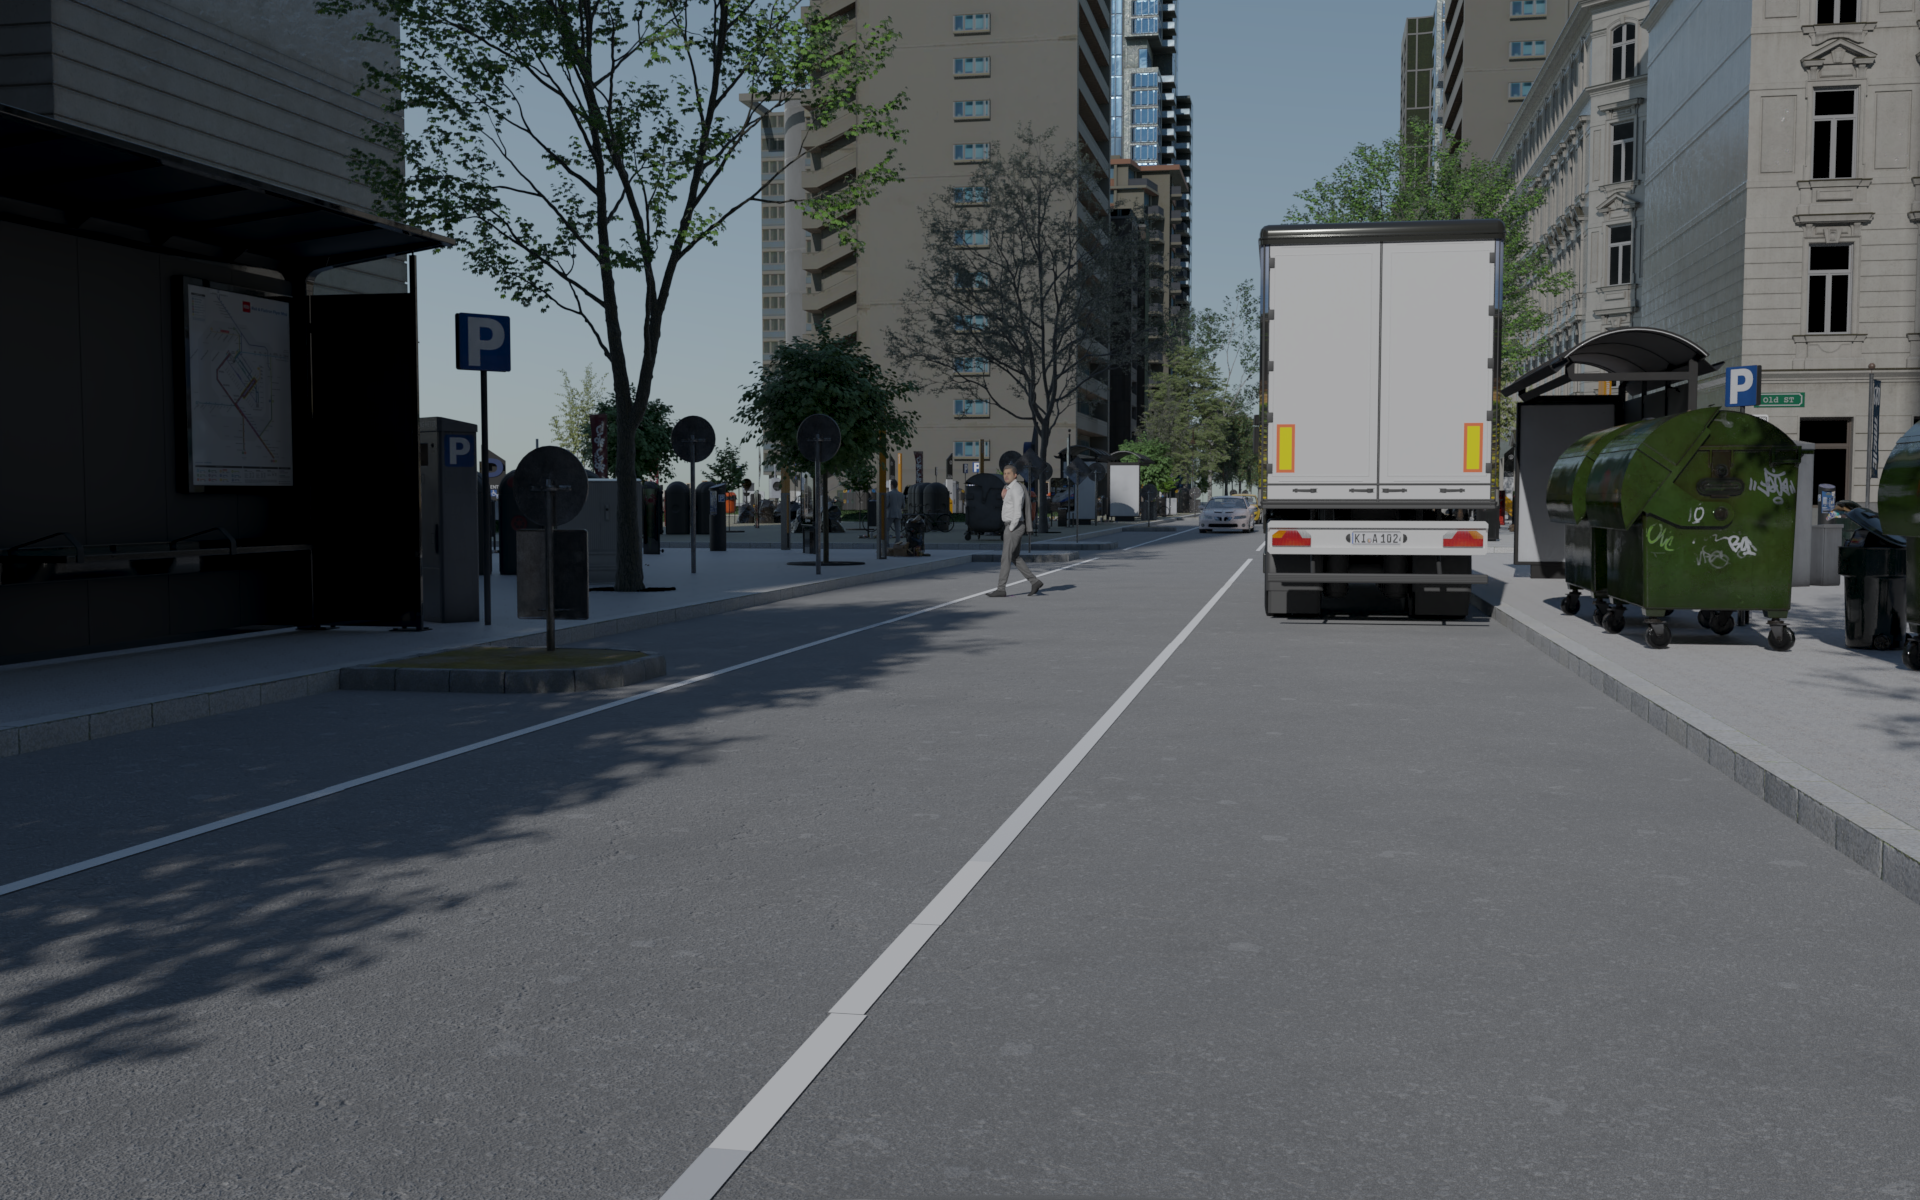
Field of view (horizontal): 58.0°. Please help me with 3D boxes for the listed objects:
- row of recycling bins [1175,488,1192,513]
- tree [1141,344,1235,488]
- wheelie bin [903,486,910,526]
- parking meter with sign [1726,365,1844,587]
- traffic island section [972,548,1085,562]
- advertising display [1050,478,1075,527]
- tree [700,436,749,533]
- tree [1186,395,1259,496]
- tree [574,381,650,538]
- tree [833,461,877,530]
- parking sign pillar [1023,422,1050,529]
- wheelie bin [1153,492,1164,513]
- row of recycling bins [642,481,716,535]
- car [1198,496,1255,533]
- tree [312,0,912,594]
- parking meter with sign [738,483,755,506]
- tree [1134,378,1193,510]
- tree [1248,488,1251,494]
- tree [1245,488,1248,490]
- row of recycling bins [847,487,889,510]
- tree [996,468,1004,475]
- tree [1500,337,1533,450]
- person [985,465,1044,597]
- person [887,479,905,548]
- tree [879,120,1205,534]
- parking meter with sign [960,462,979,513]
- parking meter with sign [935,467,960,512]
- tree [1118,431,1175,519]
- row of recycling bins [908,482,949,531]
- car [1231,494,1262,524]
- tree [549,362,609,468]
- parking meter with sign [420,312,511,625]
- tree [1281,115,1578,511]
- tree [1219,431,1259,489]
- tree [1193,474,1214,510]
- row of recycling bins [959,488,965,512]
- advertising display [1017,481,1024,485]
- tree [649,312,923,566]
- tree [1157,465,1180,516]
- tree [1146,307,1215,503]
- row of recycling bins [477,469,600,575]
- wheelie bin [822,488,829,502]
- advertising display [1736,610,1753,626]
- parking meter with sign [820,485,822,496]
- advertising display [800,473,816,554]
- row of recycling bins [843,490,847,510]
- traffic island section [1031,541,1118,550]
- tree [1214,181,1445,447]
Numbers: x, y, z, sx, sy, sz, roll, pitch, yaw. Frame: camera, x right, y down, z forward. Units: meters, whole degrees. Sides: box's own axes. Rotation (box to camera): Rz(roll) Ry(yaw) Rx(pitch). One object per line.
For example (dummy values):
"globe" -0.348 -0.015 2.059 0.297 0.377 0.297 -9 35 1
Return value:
"row of recycling bins" 15.303 -6.805 118.378 1.069 1.692 3.534 0 4 2
"tree" 17.334 -13.045 131.418 7.486 12.596 7.792 0 3 0
"wheelie bin" -1.867 -3.717 68.686 0.980 1.594 0.693 -2 4 -34
"parking meter with sign" 11.430 -1.694 23.957 1.738 3.016 0.543 -1 4 -22
"traffic island section" 1.494 -0.949 37.801 2.009 0.180 2.903 1 4 11
"advertising display" 4.035 -3.853 68.207 0.974 1.923 0.123 0 4 2
"tree" -7.877 -3.879 58.024 1.663 3.219 1.824 0 3 0
"tree" 29.841 -16.957 194.256 9.611 12.733 9.660 0 3 0
"tree" -9.518 -4.083 50.466 4.285 4.588 4.351 0 3 0
"tree" -3.589 -4.109 61.791 1.663 3.219 1.824 0 3 0
"parking sign pillar" 2.625 -4.619 63.995 1.447 3.967 1.447 0 4 8
"wheelie bin" 13.244 -6.582 115.517 0.980 1.594 0.693 2 4 30
"row of recycling bins" -9.379 -2.937 55.130 3.534 1.692 1.069 0 4 2
"car" 10.019 -3.211 64.857 2.083 1.381 4.827 1 4 13
"tree" -4.285 -5.930 22.707 9.928 11.665 9.643 0 3 0
"parking meter with sign" -13.275 -6.889 108.904 0.543 3.016 1.738 3 5 41
"tree" 12.818 -9.789 110.406 4.360 8.622 3.978 0 3 0
"tree" 43.107 -18.818 258.041 4.360 8.622 3.978 0 3 0
"tree" 45.575 -19.598 270.780 4.737 8.622 4.395 0 3 0
"row of recycling bins" -5.278 -6.050 106.034 1.069 1.692 3.534 2 4 33
"tree" 2.789 -7.216 112.575 1.663 3.219 1.824 0 3 0
"tree" 23.172 -7.690 76.095 4.737 8.622 4.395 0 3 0
"person" 0.752 -0.951 24.156 0.850 1.850 0.679 -1 4 -9
"person" -1.713 -2.125 43.444 0.606 1.804 0.583 -3 5 -40
"tree" 2.724 -8.942 56.569 12.009 13.543 11.850 0 3 0
"parking meter with sign" 0.683 -5.997 94.310 0.543 3.016 1.738 1 4 20
"parking meter with sign" -0.448 -6.341 99.929 1.738 3.016 0.543 2 4 24
"tree" 9.665 -6.510 90.157 4.285 4.588 4.351 0 3 0
"row of recycling bins" -1.183 -3.347 61.836 1.069 1.692 3.534 -1 4 -13
"car" 13.587 -4.456 83.072 2.015 1.641 3.980 1 4 12
"tree" -21.310 -8.993 97.393 4.737 8.622 4.395 0 3 0
"parking meter with sign" -5.188 -1.297 17.467 0.543 3.016 1.738 -3 5 -43
"tree" 13.150 -7.533 48.927 9.928 11.665 9.643 0 3 0
"tree" 33.898 -17.113 214.203 8.767 10.594 7.601 2 4 30
"tree" 20.164 -9.144 144.104 1.663 3.219 1.824 0 3 0
"row of recycling bins" 1.047 -6.733 117.191 3.534 1.692 1.069 -2 4 -28
"advertising display" 3.243 -4.905 85.406 0.974 1.923 0.123 1 4 23
"tree" -2.516 -2.924 31.525 4.285 4.588 4.351 0 3 0
"tree" 11.995 -6.569 102.011 1.663 3.219 1.824 0 3 0
"tree" 22.969 -18.164 152.867 12.611 20.169 13.585 0 3 0
"row of recycling bins" -7.441 -1.252 27.585 3.534 1.692 1.069 -1 4 -13
"wheelie bin" -7.090 -4.974 89.227 0.693 1.594 0.980 -1 4 -15
"advertising display" 7.800 -0.730 17.157 0.123 1.923 0.974 2 4 29
"parking meter with sign" -6.662 -5.148 80.436 0.543 3.016 1.738 1 4 15
"advertising display" -3.240 -1.959 37.248 0.123 1.923 0.974 -1 4 -21
"row of recycling bins" -6.747 -6.328 110.575 1.069 1.692 3.534 -1 4 -15
"traffic island section" 3.067 -1.428 45.631 2.009 0.180 2.903 1 4 11
"tree" 24.154 -15.316 106.305 12.611 20.169 13.585 0 3 0
